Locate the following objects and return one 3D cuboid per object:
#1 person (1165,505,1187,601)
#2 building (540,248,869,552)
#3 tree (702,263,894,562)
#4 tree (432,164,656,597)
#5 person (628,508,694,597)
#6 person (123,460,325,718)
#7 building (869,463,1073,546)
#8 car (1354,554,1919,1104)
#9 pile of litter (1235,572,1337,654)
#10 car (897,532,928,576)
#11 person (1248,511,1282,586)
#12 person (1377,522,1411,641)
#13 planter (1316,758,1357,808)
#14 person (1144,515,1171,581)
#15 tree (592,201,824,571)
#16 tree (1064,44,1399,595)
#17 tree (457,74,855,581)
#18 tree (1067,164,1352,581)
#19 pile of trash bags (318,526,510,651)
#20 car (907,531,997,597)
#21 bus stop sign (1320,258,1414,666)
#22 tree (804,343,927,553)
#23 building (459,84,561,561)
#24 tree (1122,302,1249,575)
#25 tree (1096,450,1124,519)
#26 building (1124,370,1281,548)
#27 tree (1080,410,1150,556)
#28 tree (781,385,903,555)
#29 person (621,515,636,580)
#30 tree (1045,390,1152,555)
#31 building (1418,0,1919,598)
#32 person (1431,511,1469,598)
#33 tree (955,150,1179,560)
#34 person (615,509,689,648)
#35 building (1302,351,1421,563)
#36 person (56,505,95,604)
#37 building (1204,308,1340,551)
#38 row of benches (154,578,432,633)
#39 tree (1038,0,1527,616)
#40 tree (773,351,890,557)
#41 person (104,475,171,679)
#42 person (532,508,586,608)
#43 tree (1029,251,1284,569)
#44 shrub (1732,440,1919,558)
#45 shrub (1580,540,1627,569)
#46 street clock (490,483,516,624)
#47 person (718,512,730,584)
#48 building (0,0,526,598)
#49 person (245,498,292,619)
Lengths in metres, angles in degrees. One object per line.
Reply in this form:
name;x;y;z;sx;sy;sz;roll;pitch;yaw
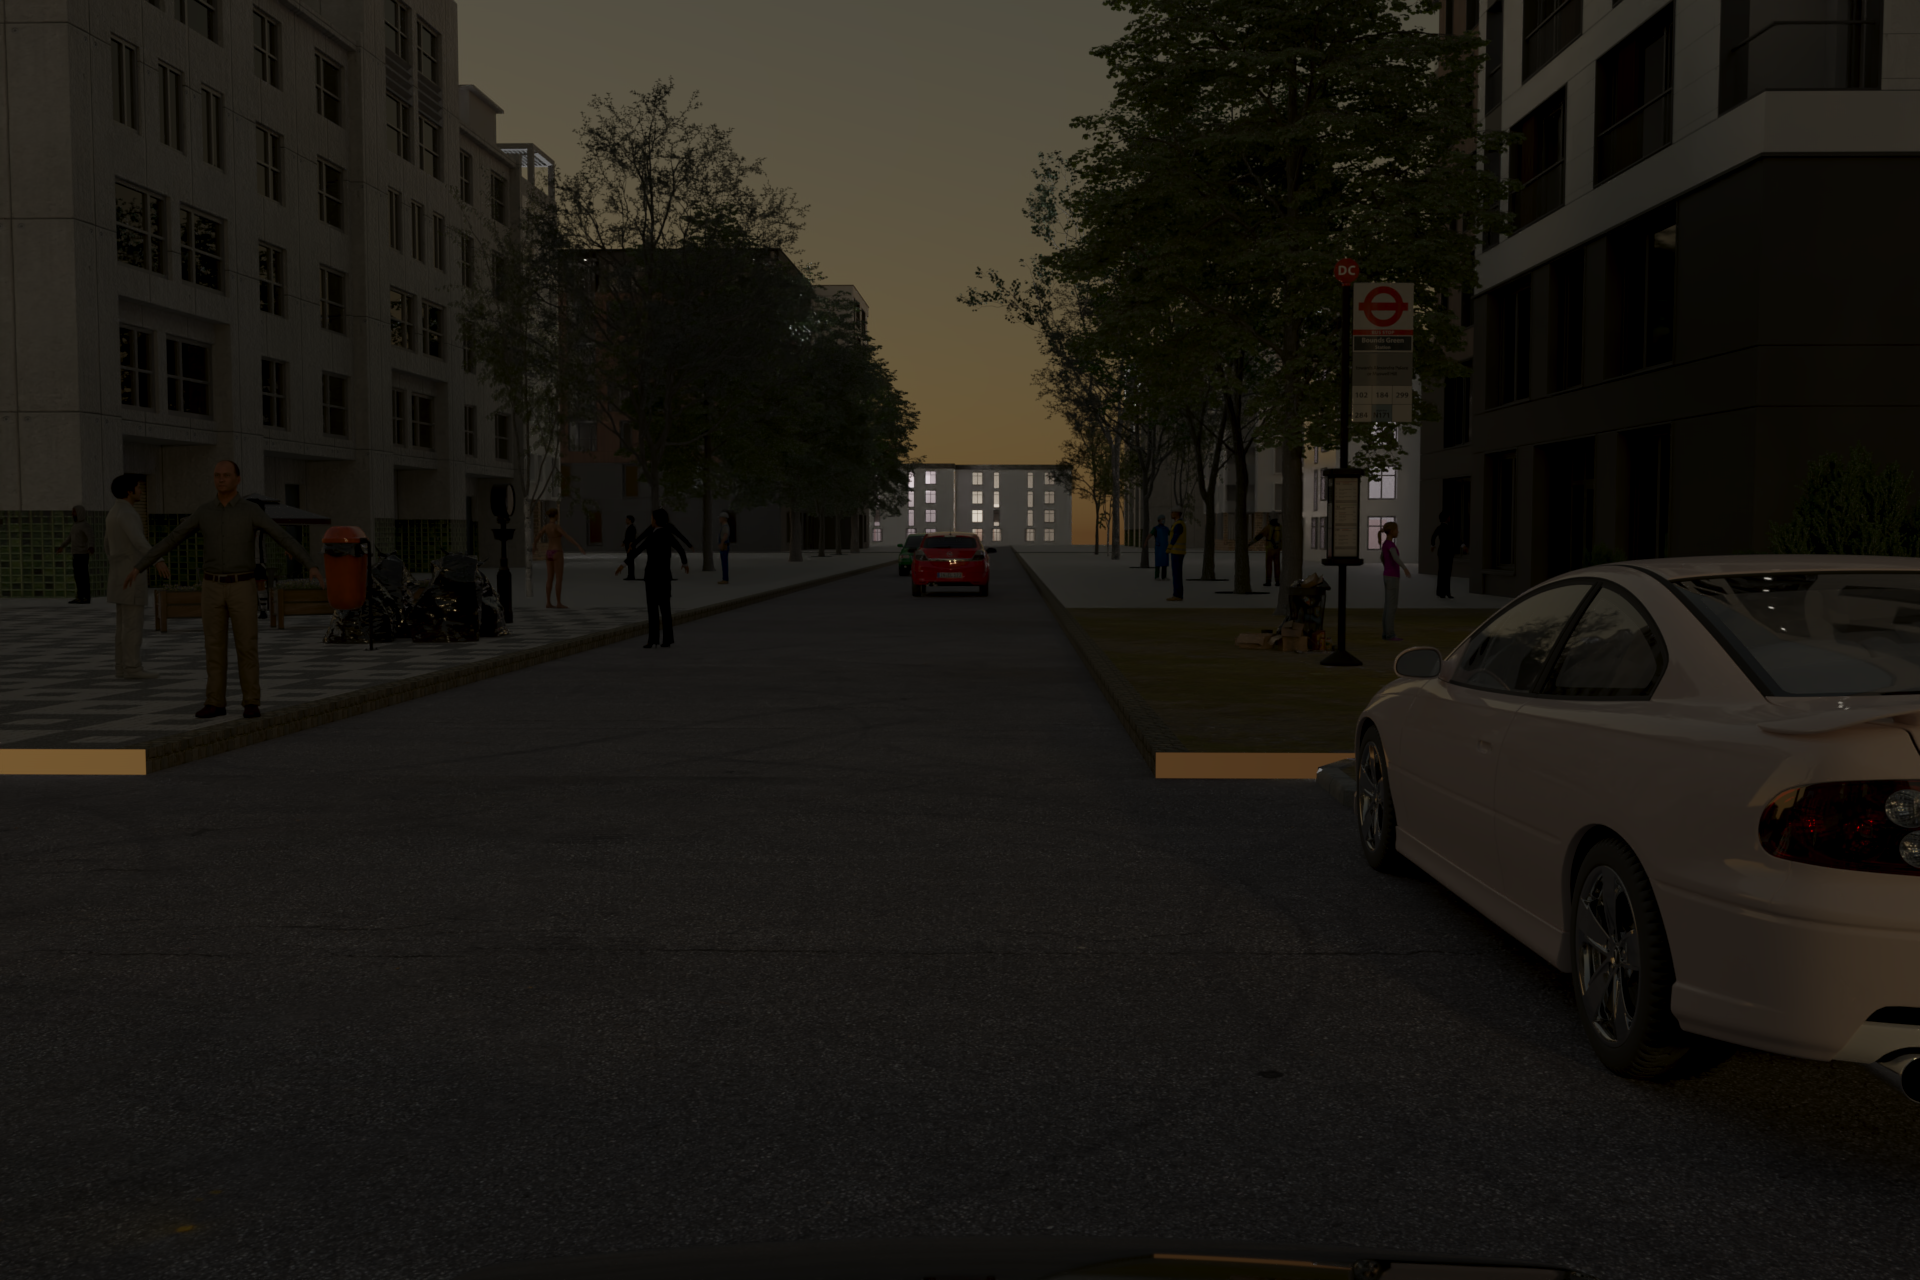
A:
person;4.135;-1.667;33.219;0.705;1.833;1.349;1;4;14
building;-22.739;-18.136;140.497;27.936;21.610;32.646;0;4;2
tree;-7.715;-10.611;80.144;9.857;13.997;8.962;0;3;0
tree;-8.972;-5.191;35.234;4.360;8.622;3.978;0;3;0
person;-6.049;-1.766;35.104;1.346;1.802;0.704;-1;4;-15
person;-5.122;-0.358;12.123;1.348;1.796;0.705;0;4;-6
building;-0.621;-16.003;206.252;28.070;9.664;9.099;0;4;1
car;2.651;0.394;5.917;2.083;1.381;4.827;0;4;1
pile of litter;3.671;-0.329;19.342;1.176;0.858;1.719;0;4;1
car;-1.184;-3.165;60.551;1.959;1.807;4.718;0;4;1
person;7.701;-2.256;42.651;1.354;1.858;0.705;-1;4;-14
person;5.238;-0.706;20.809;0.599;1.433;0.991;0;4;-1
planter;3.032;0.708;9.559;1.991;0.319;1.994;0;4;2
person;5.562;-2.539;47.645;1.347;1.817;0.704;-2;4;-31
tree;-8.521;-8.619;59.052;7.486;12.596;7.792;0;3;0
tree;5.942;-6.797;36.880;9.928;11.665;9.643;0;3;0
tree;-8.391;-8.368;47.182;12.009;13.543;11.850;0;3;0
tree;6.735;-7.419;47.064;9.928;11.665;9.643;0;3;0
pile of trash bags;-6.659;-0.658;20.507;1.912;1.369;3.447;0;4;3
car;-0.197;-1.965;41.166;2.155;1.783;4.494;0;4;1
bus stop sign;3.957;-1.722;16.852;0.855;3.939;0.416;0;4;1
tree;-7.084;-12.723;114.683;9.857;13.997;8.962;0;3;0
building;-25.435;-13.338;74.494;16.016;20.090;11.380;0;4;1
tree;6.703;-6.360;54.356;4.360;8.622;3.978;0;3;0
tree;19.289;-16.864;201.481;9.928;11.665;9.643;0;3;0
building;25.618;-18.624;170.959;16.747;18.905;31.486;0;4;2
tree;8.672;-9.098;99.122;4.737;8.622;4.395;0;3;0
tree;-7.316;-10.974;105.175;9.928;11.665;9.643;0;3;0
person;-9.171;-2.560;48.035;0.705;1.806;1.347;-1;4;-21
tree;8.793;-10.592;107.599;7.601;10.594;8.767;-2;4;-34
building;25.027;-11.927;38.982;27.936;21.610;32.646;0;4;1
person;9.763;-1.707;34.626;0.721;1.740;1.216;-1;4;-18
tree;6.620;-14.121;86.767;12.611;20.169;13.585;0;3;0
person;-3.850;-0.773;21.825;0.721;1.740;1.216;3;4;37
building;20.930;-8.186;75.996;9.099;9.664;28.070;0;4;2
person;-16.192;-1.572;31.828;1.348;1.813;0.705;3;4;39
building;25.482;-17.575;143.765;16.016;20.090;11.380;0;4;1
row of benches;-8.780;-0.509;23.785;4.104;0.672;1.422;-2;4;-31
tree;5.138;-6.686;27.439;7.486;12.596;7.792;0;3;0
tree;-7.758;-10.417;96.071;9.928;11.665;9.643;0;3;0
person;-7.370;-0.565;15.419;0.705;1.806;1.347;-3;5;-42
person;-6.971;-1.419;30.004;1.217;1.733;0.721;2;4;31
tree;7.035;-9.426;64.486;12.009;13.543;11.850;0;3;0
shrub;7.464;-0.642;14.546;1.661;2.075;1.752;0;3;0
shrub;8.445;-0.712;22.756;1.383;1.207;1.383;0;3;0
street clock;-6.538;-1.239;24.822;0.358;2.002;0.471;0;4;3
person;-6.083;-2.362;44.478;0.705;1.847;1.347;-1;4;-8
building;-25.368;-11.229;50.060;16.747;18.905;31.486;0;4;2
person;-10.689;-1.226;26.189;1.345;1.843;0.704;1;4;9
